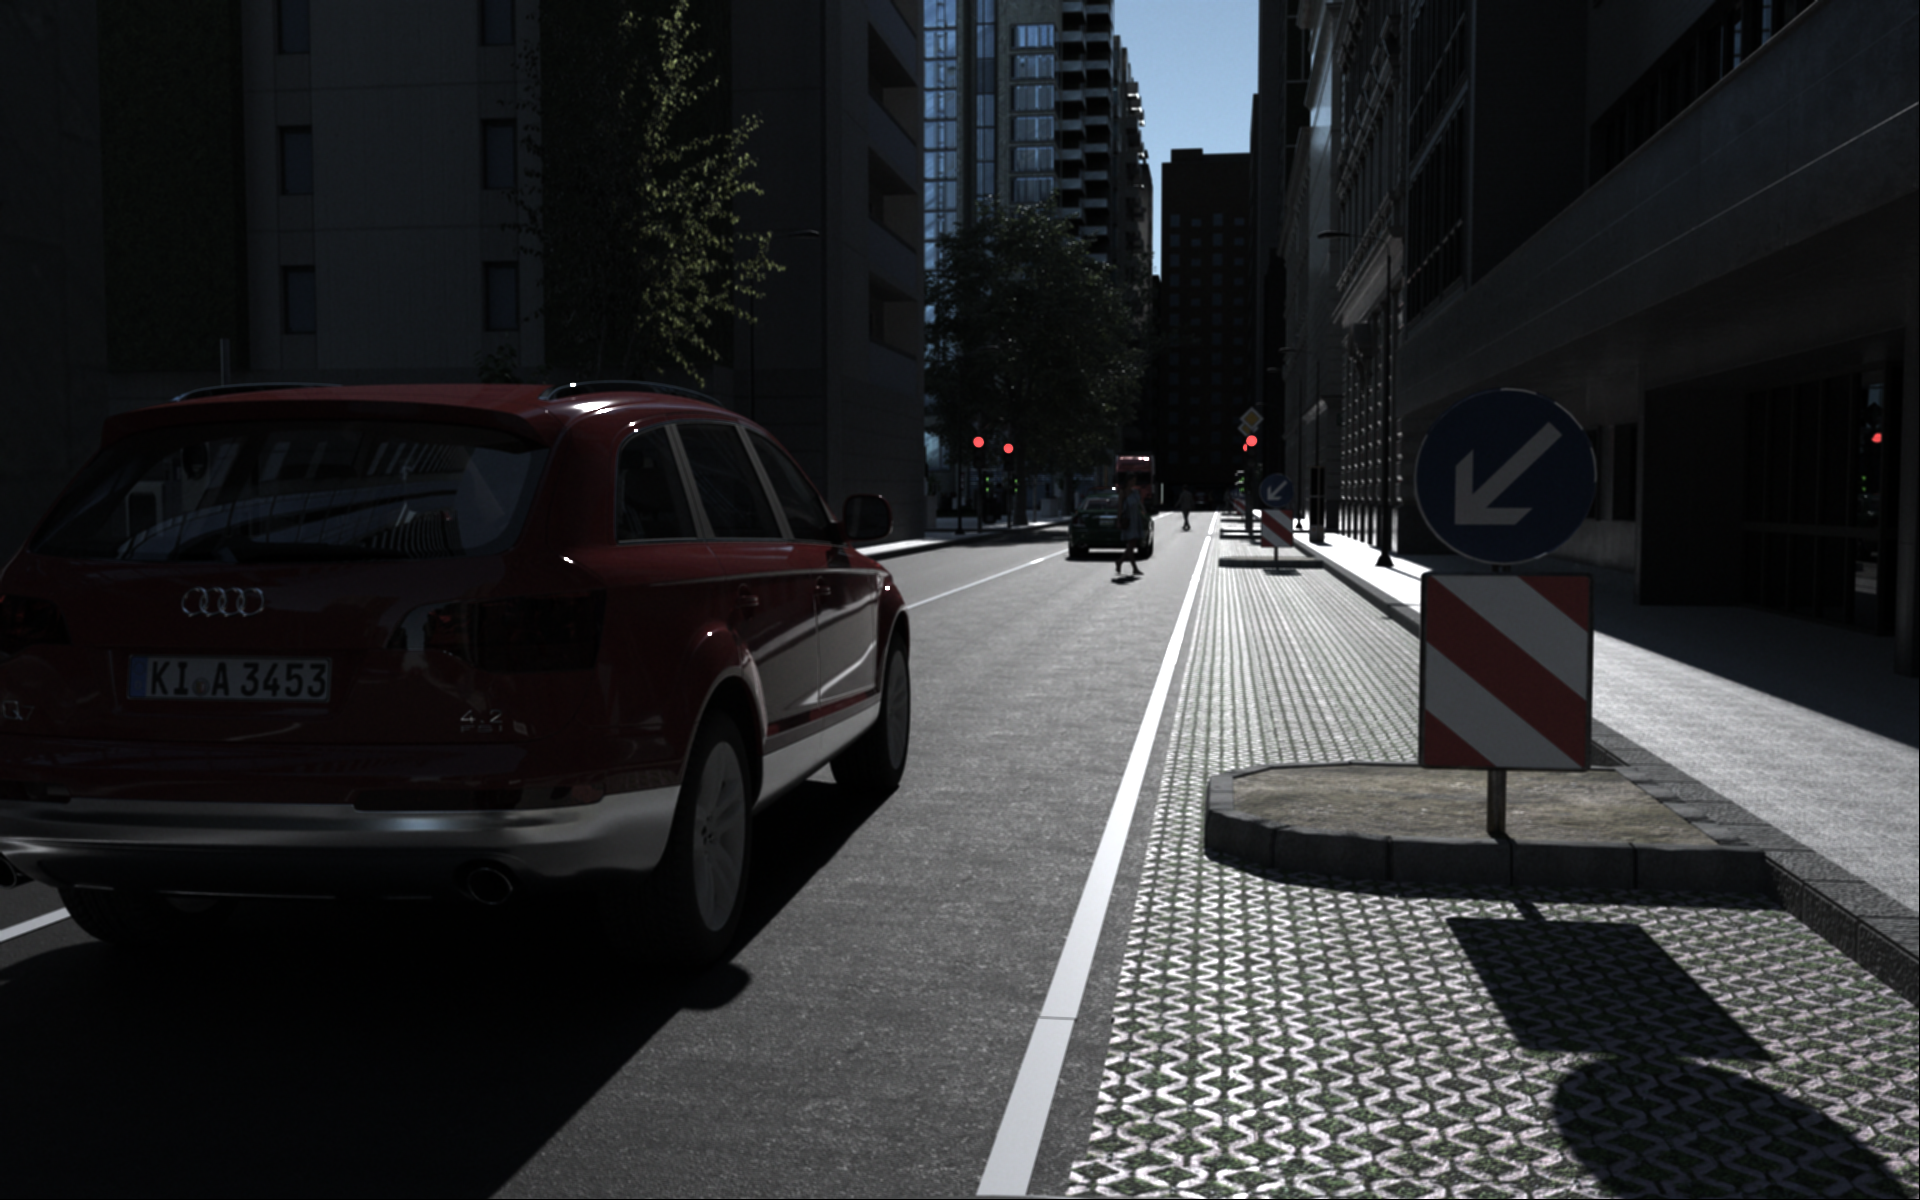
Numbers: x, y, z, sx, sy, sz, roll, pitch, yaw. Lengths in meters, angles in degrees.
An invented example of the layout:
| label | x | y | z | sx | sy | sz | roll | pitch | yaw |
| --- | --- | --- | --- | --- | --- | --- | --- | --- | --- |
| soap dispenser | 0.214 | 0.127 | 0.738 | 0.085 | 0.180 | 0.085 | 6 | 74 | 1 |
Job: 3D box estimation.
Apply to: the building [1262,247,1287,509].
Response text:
| label | x | y | z | sx | sy | sz | roll | pitch | yaw |
| --- | --- | --- | --- | --- | --- | --- | --- | --- | --- |
| building | 28.990 | -18.299 | 128.868 | 12.332 | 23.373 | 15.834 | 1 | 4 | 9 |

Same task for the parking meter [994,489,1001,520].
| label | x | y | z | sx | sy | sz | roll | pitch | yaw |
| --- | --- | --- | --- | --- | --- | --- | --- | --- | --- |
| parking meter | 1.860 | -4.733 | 85.795 | 0.372 | 1.533 | 0.369 | 0 | 3 | 0 |

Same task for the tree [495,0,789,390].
| label | x | y | z | sx | sy | sz | roll | pitch | yaw |
| --- | --- | --- | --- | --- | --- | --- | --- | --- | --- |
| tree | -4.848 | -4.576 | 25.183 | 4.360 | 8.622 | 3.978 | 0 | 3 | 0 |

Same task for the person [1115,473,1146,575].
| label | x | y | z | sx | sy | sz | roll | pitch | yaw |
| --- | --- | --- | --- | --- | --- | --- | --- | --- | --- |
| person | 2.976 | -1.358 | 30.790 | 0.616 | 1.811 | 0.778 | -2 | 4 | -35 |

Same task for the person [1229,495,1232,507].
| label | x | y | z | sx | sy | sz | roll | pitch | yaw |
| --- | --- | --- | --- | --- | --- | --- | --- | --- | --- |
| person | 26.856 | -9.906 | 170.462 | 1.348 | 1.824 | 0.705 | -3 | 4 | -39 |

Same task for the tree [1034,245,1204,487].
| label | x | y | z | sx | sy | sz | roll | pitch | yaw |
| --- | --- | --- | --- | --- | --- | --- | --- | --- | --- |
| tree | 11.639 | -16.836 | 131.161 | 12.611 | 20.169 | 13.585 | 0 | 3 | 0 |

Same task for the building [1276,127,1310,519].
| label | x | y | z | sx | sy | sz | roll | pitch | yaw |
| --- | --- | --- | --- | --- | --- | --- | --- | --- | --- |
| building | 26.313 | -16.787 | 110.629 | 11.583 | 22.565 | 21.152 | 1 | 4 | 9 |

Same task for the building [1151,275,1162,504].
| label | x | y | z | sx | sy | sz | roll | pitch | yaw |
| --- | --- | --- | --- | --- | --- | --- | --- | --- | --- |
| building | 19.686 | -28.004 | 229.566 | 14.107 | 30.474 | 14.160 | 1 | 4 | 9 |

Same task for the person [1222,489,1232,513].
| label | x | y | z | sx | sy | sz | roll | pitch | yaw |
| --- | --- | --- | --- | --- | --- | --- | --- | --- | --- |
| person | 20.158 | -7.463 | 130.620 | 0.850 | 1.850 | 0.679 | -1 | 4 | -10 |

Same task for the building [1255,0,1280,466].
| label | x | y | z | sx | sy | sz | roll | pitch | yaw |
| --- | --- | --- | --- | --- | --- | --- | --- | --- | --- |
| building | 40.578 | -38.695 | 174.668 | 21.231 | 58.520 | 28.212 | 1 | 4 | 9 |

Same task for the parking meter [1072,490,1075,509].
| label | x | y | z | sx | sy | sz | roll | pitch | yaw |
| --- | --- | --- | --- | --- | --- | --- | --- | --- | --- |
| parking meter | 6.629 | -5.783 | 102.960 | 0.372 | 1.533 | 0.369 | 0 | 3 | 0 |

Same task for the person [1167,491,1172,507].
| label | x | y | z | sx | sy | sz | roll | pitch | yaw |
| --- | --- | --- | --- | --- | --- | --- | --- | --- | --- |
| person | 23.131 | -11.117 | 190.273 | 0.705 | 1.822 | 1.348 | 2 | 4 | 35 |

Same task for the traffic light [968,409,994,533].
| label | x | y | z | sx | sy | sz | roll | pitch | yaw |
| --- | --- | --- | --- | --- | --- | --- | --- | --- | --- |
| traffic light | 0.669 | -4.159 | 56.922 | 0.839 | 4.253 | 0.868 | 1 | 4 | 9 |

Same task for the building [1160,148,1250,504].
| label | x | y | z | sx | sy | sz | roll | pitch | yaw |
| --- | --- | --- | --- | --- | --- | --- | --- | --- | --- |
| building | 33.685 | -35.285 | 227.026 | 14.200 | 45.320 | 14.600 | 1 | 4 | 9 |

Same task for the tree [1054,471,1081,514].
| label | x | y | z | sx | sy | sz | roll | pitch | yaw |
| --- | --- | --- | --- | --- | --- | --- | --- | --- | --- |
| tree | 6.989 | -7.121 | 111.027 | 1.663 | 3.219 | 1.824 | 0 | 3 | 0 |

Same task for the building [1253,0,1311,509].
| label | x | y | z | sx | sy | sz | roll | pitch | yaw |
| --- | --- | --- | --- | --- | --- | --- | --- | --- | --- |
| building | 36.092 | -43.549 | 150.274 | 20.563 | 71.187 | 20.611 | 1 | 4 | 9 |

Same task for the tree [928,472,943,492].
| label | x | y | z | sx | sy | sz | roll | pitch | yaw |
| --- | --- | --- | --- | --- | --- | --- | --- | --- | --- |
| tree | -2.363 | -8.879 | 139.774 | 1.663 | 3.219 | 1.824 | 0 | 3 | 0 |

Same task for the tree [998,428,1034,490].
| label | x | y | z | sx | sy | sz | roll | pitch | yaw |
| --- | --- | --- | --- | --- | --- | --- | --- | --- | --- |
| tree | 4.503 | -10.294 | 118.671 | 4.360 | 8.622 | 3.978 | 0 | 3 | 0 |

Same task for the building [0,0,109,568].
| label | x | y | z | sx | sy | sz | roll | pitch | yaw |
| --- | --- | --- | --- | --- | --- | --- | --- | --- | --- |
| building | -19.648 | -42.063 | 0.395 | 22.319 | 86.520 | 31.000 | 1 | 4 | 9 |

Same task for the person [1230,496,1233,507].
| label | x | y | z | sx | sy | sz | roll | pitch | yaw |
| --- | --- | --- | --- | --- | --- | --- | --- | --- | --- |
| person | 29.353 | -10.888 | 187.239 | 1.217 | 1.743 | 0.721 | 3 | 4 | 38 |

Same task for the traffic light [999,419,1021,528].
| label | x | y | z | sx | sy | sz | roll | pitch | yaw |
| --- | --- | --- | --- | --- | --- | --- | --- | --- | --- |
| traffic light | 1.863 | -4.642 | 64.817 | 0.839 | 4.253 | 0.868 | 1 | 4 | 9 |

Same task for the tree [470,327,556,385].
| label | x | y | z | sx | sy | sz | roll | pitch | yaw |
| --- | --- | --- | --- | --- | --- | --- | --- | --- | --- |
| tree | -5.333 | -1.567 | 20.222 | 1.663 | 3.219 | 1.824 | 0 | 3 | 0 |

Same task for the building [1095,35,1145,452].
| label | x | y | z | sx | sy | sz | roll | pitch | yaw |
| --- | --- | --- | --- | --- | --- | --- | --- | --- | --- |
| building | 8.228 | -34.640 | 185.978 | 23.786 | 49.044 | 30.456 | 1 | 4 | 9 |

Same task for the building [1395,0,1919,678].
| label | x | y | z | sx | sy | sz | roll | pitch | yaw |
| --- | --- | --- | --- | --- | --- | --- | --- | --- | --- |
| building | 13.595 | -12.225 | 18.942 | 14.314 | 24.678 | 30.058 | 1 | 4 | 9 |

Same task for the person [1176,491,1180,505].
| label | x | y | z | sx | sy | sz | roll | pitch | yaw |
| --- | --- | --- | --- | --- | --- | --- | --- | --- | --- |
| person | 26.240 | -12.241 | 209.171 | 0.617 | 1.759 | 0.750 | 3 | 4 | 37 |

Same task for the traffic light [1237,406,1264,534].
| label | x | y | z | sx | sy | sz | roll | pitch | yaw |
| --- | --- | --- | --- | --- | --- | --- | --- | --- | --- |
| traffic light | 9.334 | -4.080 | 55.631 | 0.839 | 4.253 | 0.868 | 1 | 4 | 9 |

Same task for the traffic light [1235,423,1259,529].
| label | x | y | z | sx | sy | sz | roll | pitch | yaw |
| --- | --- | --- | --- | --- | --- | --- | --- | --- | --- |
| traffic light | 10.529 | -4.563 | 63.527 | 0.839 | 4.253 | 0.868 | 1 | 4 | 9 |

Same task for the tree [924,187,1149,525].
| label | x | y | z | sx | sy | sz | roll | pitch | yaw |
| --- | --- | --- | --- | --- | --- | --- | --- | --- | --- |
| tree | 2.387 | -10.090 | 71.621 | 9.857 | 13.997 | 8.962 | 0 | 3 | 0 |

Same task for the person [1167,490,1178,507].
| label | x | y | z | sx | sy | sz | roll | pitch | yaw |
| --- | --- | --- | --- | --- | --- | --- | --- | --- | --- |
| person | 22.835 | -10.867 | 186.196 | 1.348 | 1.821 | 0.705 | 2 | 4 | 33 |

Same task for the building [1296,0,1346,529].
| label | x | y | z | sx | sy | sz | roll | pitch | yaw |
| --- | --- | --- | --- | --- | --- | --- | --- | --- | --- |
| building | 35.746 | -17.777 | 67.076 | 44.131 | 29.872 | 17.030 | 1 | 4 | 9 |

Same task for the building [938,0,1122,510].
| label | x | y | z | sx | sy | sz | roll | pitch | yaw |
| --- | --- | --- | --- | --- | --- | --- | --- | --- | --- |
| building | 3.750 | -51.487 | 154.490 | 22.319 | 86.520 | 31.000 | 1 | 4 | 9 |

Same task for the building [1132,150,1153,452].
| label | x | y | z | sx | sy | sz | roll | pitch | yaw |
| --- | --- | --- | --- | --- | --- | --- | --- | --- | --- |
| building | 15.988 | -32.087 | 208.209 | 14.086 | 41.232 | 14.154 | 1 | 4 | 9 |

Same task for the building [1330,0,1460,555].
| label | x | y | z | sx | sy | sz | roll | pitch | yaw |
| --- | --- | --- | --- | --- | --- | --- | --- | --- | --- |
| building | 15.367 | -13.179 | 44.355 | 11.050 | 23.489 | 19.941 | 1 | 4 | 9 |

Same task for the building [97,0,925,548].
| label | x | y | z | sx | sy | sz | roll | pitch | yaw |
| --- | --- | --- | --- | --- | --- | --- | --- | --- | --- |
| building | -15.549 | -30.856 | 46.499 | 28.212 | 58.520 | 21.231 | 1 | 4 | 9 |

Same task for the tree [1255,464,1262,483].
| label | x | y | z | sx | sy | sz | roll | pitch | yaw |
| --- | --- | --- | --- | --- | --- | --- | --- | --- | --- |
| tree | 25.410 | -9.594 | 140.568 | 4.285 | 4.588 | 4.351 | 0 | 3 | 0 |

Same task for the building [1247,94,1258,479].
| label | x | y | z | sx | sy | sz | roll | pitch | yaw |
| --- | --- | --- | --- | --- | --- | --- | --- | --- | --- |
| building | 44.196 | -35.221 | 199.569 | 21.300 | 48.544 | 21.600 | 1 | 4 | 9 |

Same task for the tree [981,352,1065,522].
| label | x | y | z | sx | sy | sz | roll | pitch | yaw |
| --- | --- | --- | --- | --- | --- | --- | --- | --- | --- |
| tree | 3.263 | -7.888 | 79.329 | 4.737 | 8.622 | 4.395 | 0 | 3 | 0 |

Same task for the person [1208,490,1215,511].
| label | x | y | z | sx | sy | sz | roll | pitch | yaw |
| --- | --- | --- | --- | --- | --- | --- | --- | --- | --- |
| person | 21.031 | -8.348 | 145.081 | 0.705 | 1.812 | 1.348 | -1 | 4 | -13 |

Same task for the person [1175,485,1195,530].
| label | x | y | z | sx | sy | sz | roll | pitch | yaw |
| --- | --- | --- | --- | --- | --- | --- | --- | --- | --- |
| person | 9.026 | -3.700 | 69.273 | 0.678 | 1.792 | 0.850 | -2 | 4 | -25 |
